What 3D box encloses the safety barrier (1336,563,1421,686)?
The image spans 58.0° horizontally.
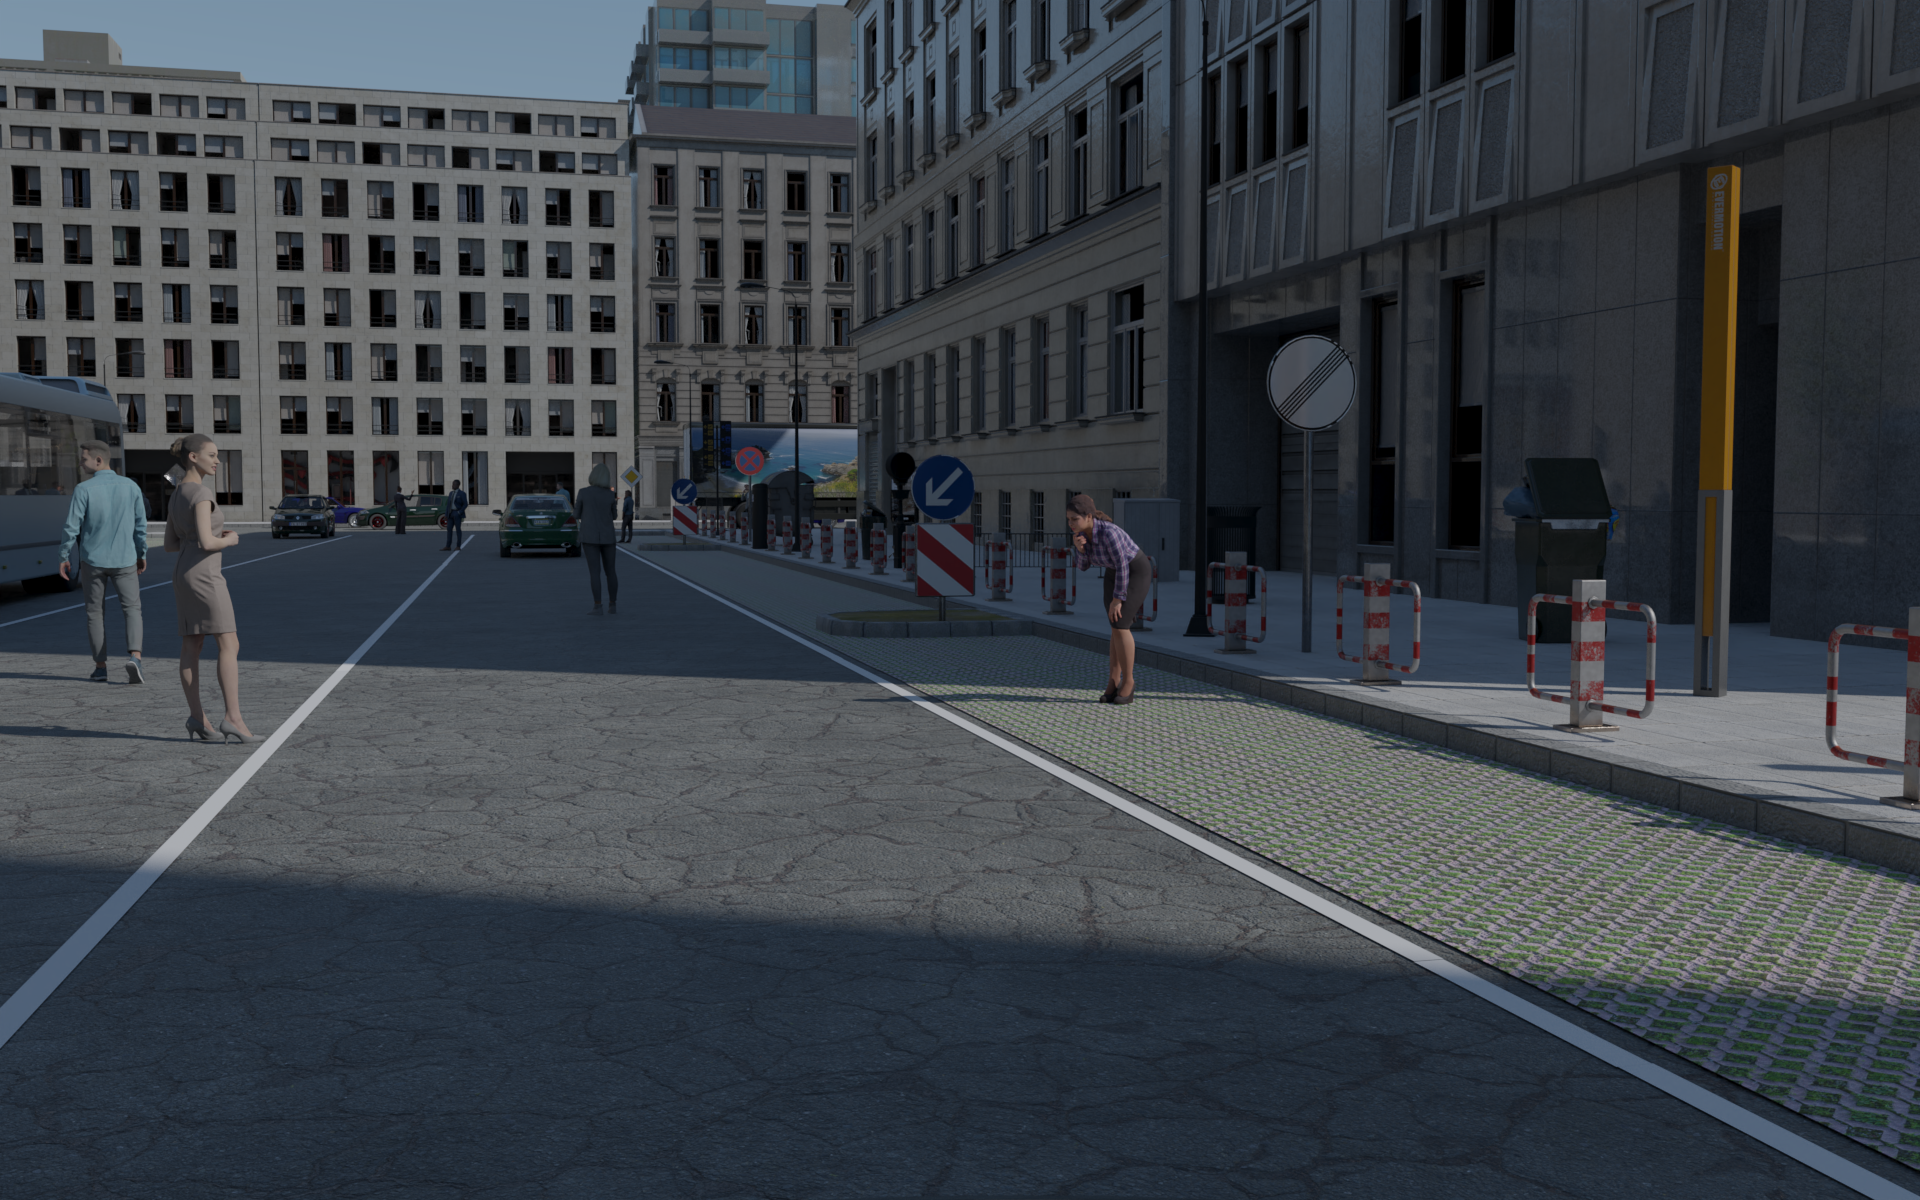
[{"bbox_3d":[2.805,0.160,11.664,0.300,0.817,1.120,-1,4,-14],"label":"safety barrier"}]

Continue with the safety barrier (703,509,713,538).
[{"bbox_3d":[-7.172,-2.202,50.282,0.300,0.817,1.120,-1,4,-14],"label":"safety barrier"}]

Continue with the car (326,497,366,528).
[{"bbox_3d":[-26.969,-3.746,73.830,3.894,1.354,1.945,-1,4,-16],"label":"car"}]

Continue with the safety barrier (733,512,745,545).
[{"bbox_3d":[-5.406,-1.786,43.472,0.300,0.817,1.120,-1,4,-14],"label":"safety barrier"}]

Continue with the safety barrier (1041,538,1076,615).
[{"bbox_3d":[1.048,-0.256,18.469,0.300,0.817,1.120,-1,4,-14],"label":"safety barrier"}]

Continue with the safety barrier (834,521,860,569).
[{"bbox_3d":[-1.878,-0.950,29.801,0.300,0.817,1.120,-1,4,-14],"label":"safety barrier"}]

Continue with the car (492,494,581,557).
[{"bbox_3d":[-9.897,-1.769,40.726,2.131,1.459,4.920,-1,4,-15],"label":"car"}]

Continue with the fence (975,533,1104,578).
[{"bbox_3d":[1.169,-0.681,26.514,2.069,0.683,0.278,0,4,4],"label":"fence"}]

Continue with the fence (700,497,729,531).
[{"bbox_3d":[-8.618,-3.031,60.758,0.480,1.192,2.264,-1,4,-23],"label":"fence"}]

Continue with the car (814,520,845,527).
[{"bbox_3d":[-6.884,-3.769,74.199,3.894,1.354,1.945,-1,4,-14],"label":"car"}]

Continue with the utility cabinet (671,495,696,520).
[{"bbox_3d":[-13.399,-4.598,83.864,1.173,1.500,0.318,0,4,-5],"label":"utility cabinet"}]

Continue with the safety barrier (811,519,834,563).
[{"bbox_3d":[-2.470,-1.090,32.096,0.300,0.817,1.120,-1,4,-14],"label":"safety barrier"}]

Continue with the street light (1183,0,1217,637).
[{"bbox_3d":[1.649,-2.619,15.369,1.470,5.913,1.316,-1,4,-14],"label":"street light"}]

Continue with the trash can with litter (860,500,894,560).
[{"bbox_3d":[-1.440,-1.368,33.754,1.055,1.170,0.624,0,4,1],"label":"trash can with litter"}]

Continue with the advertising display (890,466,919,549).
[{"bbox_3d":[-1.291,-2.151,40.389,0.123,1.923,0.974,-3,4,-38],"label":"advertising display"}]

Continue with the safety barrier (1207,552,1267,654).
[{"bbox_3d":[2.218,0.021,13.939,0.300,0.817,1.120,-1,4,-14],"label":"safety barrier"}]

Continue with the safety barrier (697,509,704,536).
[{"bbox_3d":[-7.758,-2.342,52.565,0.300,0.817,1.120,-1,4,-14],"label":"safety barrier"}]

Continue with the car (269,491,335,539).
[{"bbox_3d":[-21.623,-2.892,57.065,2.009,1.686,4.222,-1,4,-16],"label":"car"}]

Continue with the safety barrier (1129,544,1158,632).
[{"bbox_3d":[1.633,-0.118,16.204,0.300,0.817,1.120,-1,4,-14],"label":"safety barrier"}]

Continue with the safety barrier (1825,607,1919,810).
[{"bbox_3d":[3.981,0.438,7.118,0.300,0.817,1.120,-1,4,-14],"label":"safety barrier"}]

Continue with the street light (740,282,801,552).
[{"bbox_3d":[-4.149,-4.021,38.290,1.470,5.913,1.316,-1,4,-14],"label":"street light"}]

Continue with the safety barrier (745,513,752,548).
[{"bbox_3d":[-4.824,-1.646,41.194,0.300,0.817,1.120,-1,4,-14],"label":"safety barrier"}]

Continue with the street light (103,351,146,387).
[{"bbox_3d":[-27.133,-5.120,56.256,1.470,5.913,1.316,-1,4,-14],"label":"street light"}]

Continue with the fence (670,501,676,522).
[{"bbox_3d":[-13.063,-4.294,81.415,0.480,1.192,2.264,0,4,8],"label":"fence"}]

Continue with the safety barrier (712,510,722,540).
[{"bbox_3d":[-6.585,-2.064,48.017,0.300,0.817,1.120,-1,4,-14],"label":"safety barrier"}]

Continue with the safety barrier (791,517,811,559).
[{"bbox_3d":[-3.059,-1.229,34.364,0.300,0.817,1.120,-1,4,-14],"label":"safety barrier"}]

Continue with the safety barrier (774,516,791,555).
[{"bbox_3d":[-3.648,-1.368,36.644,0.300,0.817,1.120,-1,4,-14],"label":"safety barrier"}]

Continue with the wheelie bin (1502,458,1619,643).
[{"bbox_3d":[5.189,-0.439,15.081,0.980,1.594,0.693,0,4,-3],"label":"wheelie bin"}]

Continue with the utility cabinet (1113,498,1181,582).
[{"bbox_3d":[2.728,-0.862,25.258,1.020,1.237,0.306,-2,4,-32],"label":"utility cabinet"}]

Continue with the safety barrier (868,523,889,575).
[{"bbox_3d":[-1.294,-0.811,27.530,0.300,0.817,1.120,-1,4,-14],"label":"safety barrier"}]

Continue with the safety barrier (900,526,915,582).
[{"bbox_3d":[-0.707,-0.672,25.265,0.300,0.817,1.120,-1,4,-14],"label":"safety barrier"}]

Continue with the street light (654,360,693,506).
[{"bbox_3d":[-9.918,-5.367,60.284,1.470,5.913,1.316,-1,4,-14],"label":"street light"}]

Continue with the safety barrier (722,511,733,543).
[{"bbox_3d":[-6.001,-1.924,45.738,0.300,0.817,1.120,-1,4,-14],"label":"safety barrier"}]

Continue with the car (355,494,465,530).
[{"bbox_3d":[-22.195,-3.677,69.905,4.222,1.686,2.009,-1,4,-16],"label":"car"}]

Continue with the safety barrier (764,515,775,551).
[{"bbox_3d":[-4.235,-1.507,38.919,0.300,0.817,1.120,-1,4,-14],"label":"safety barrier"}]

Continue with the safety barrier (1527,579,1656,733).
[{"bbox_3d":[3.401,0.299,9.384,0.300,0.817,1.120,-1,4,-14],"label":"safety barrier"}]

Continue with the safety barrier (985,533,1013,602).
[{"bbox_3d":[0.464,-0.395,20.734,0.300,0.817,1.120,-1,4,-14],"label":"safety barrier"}]
